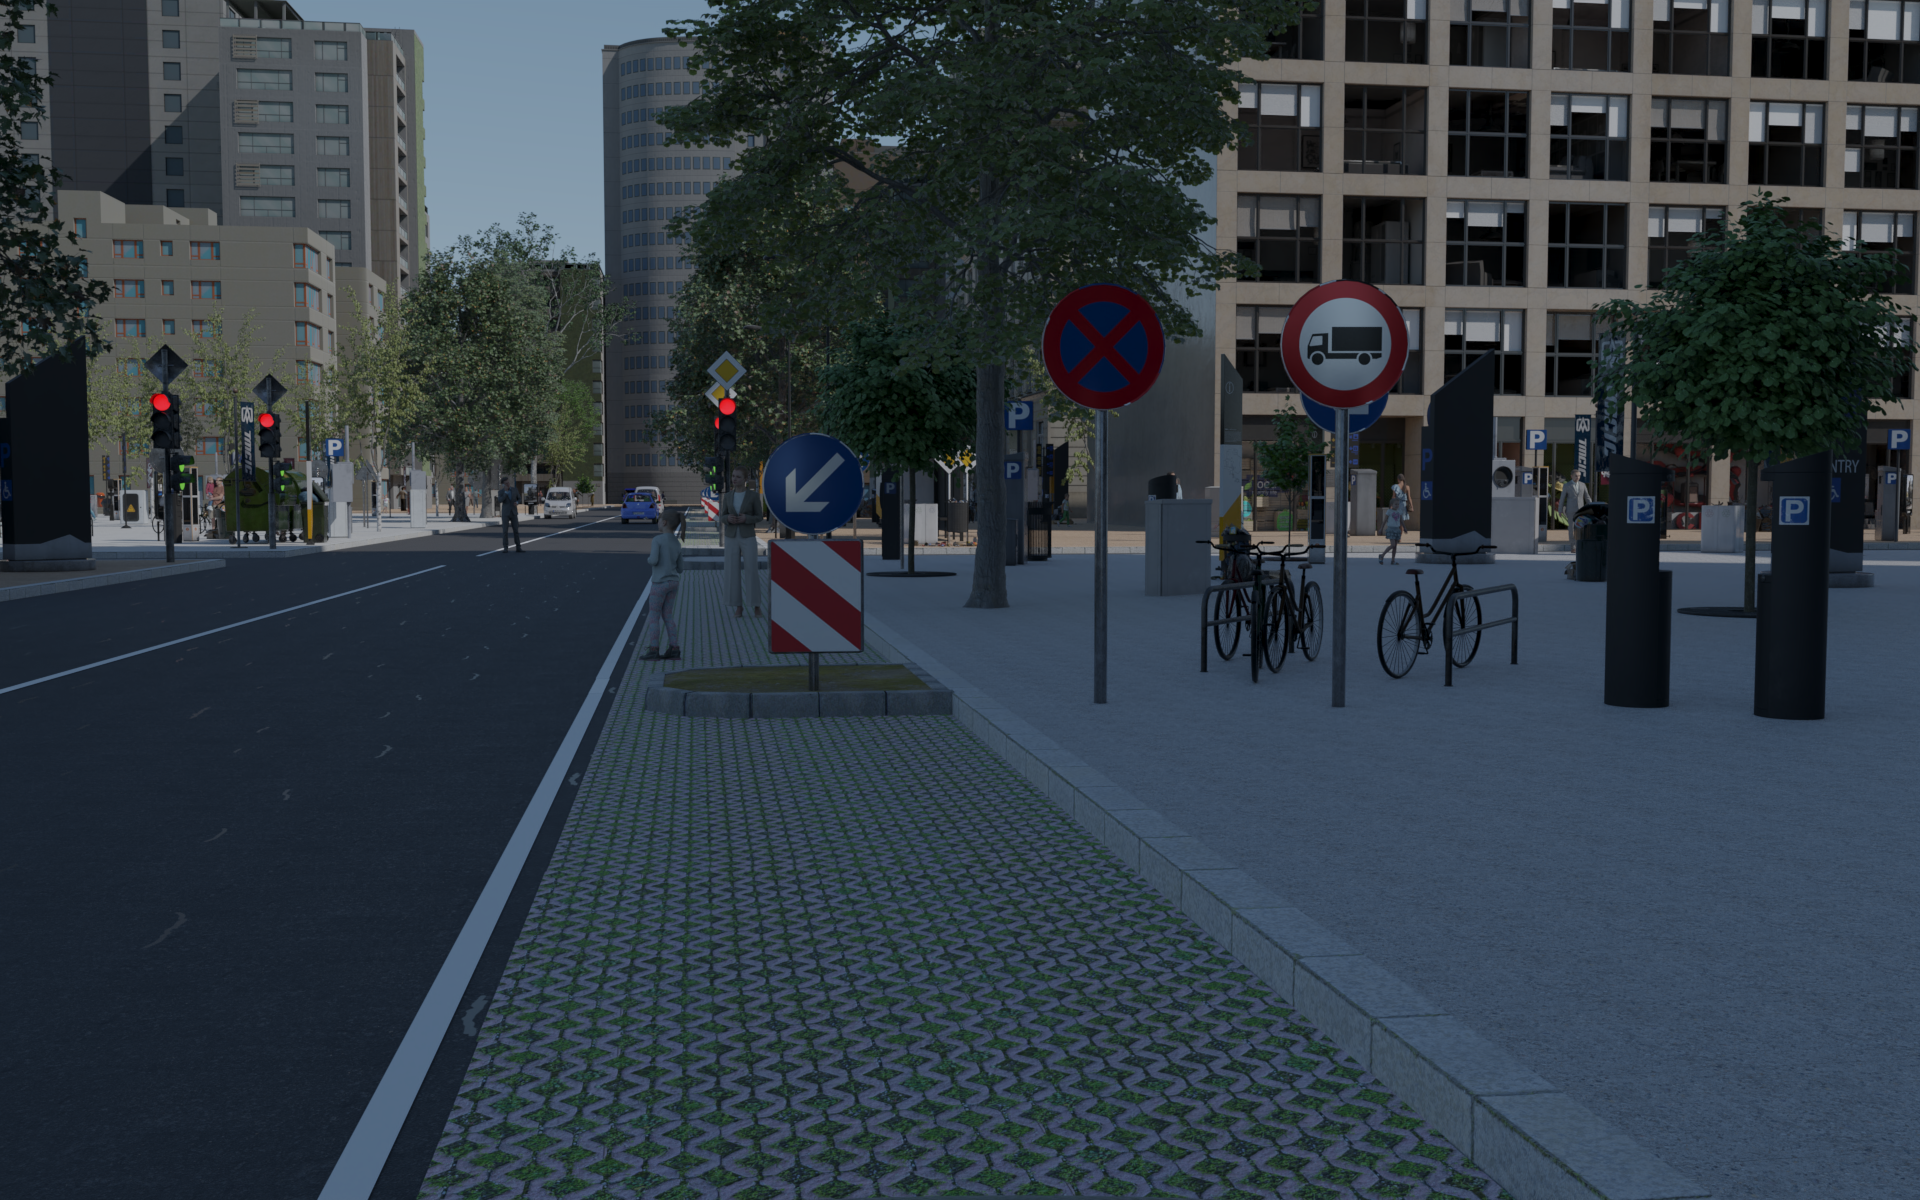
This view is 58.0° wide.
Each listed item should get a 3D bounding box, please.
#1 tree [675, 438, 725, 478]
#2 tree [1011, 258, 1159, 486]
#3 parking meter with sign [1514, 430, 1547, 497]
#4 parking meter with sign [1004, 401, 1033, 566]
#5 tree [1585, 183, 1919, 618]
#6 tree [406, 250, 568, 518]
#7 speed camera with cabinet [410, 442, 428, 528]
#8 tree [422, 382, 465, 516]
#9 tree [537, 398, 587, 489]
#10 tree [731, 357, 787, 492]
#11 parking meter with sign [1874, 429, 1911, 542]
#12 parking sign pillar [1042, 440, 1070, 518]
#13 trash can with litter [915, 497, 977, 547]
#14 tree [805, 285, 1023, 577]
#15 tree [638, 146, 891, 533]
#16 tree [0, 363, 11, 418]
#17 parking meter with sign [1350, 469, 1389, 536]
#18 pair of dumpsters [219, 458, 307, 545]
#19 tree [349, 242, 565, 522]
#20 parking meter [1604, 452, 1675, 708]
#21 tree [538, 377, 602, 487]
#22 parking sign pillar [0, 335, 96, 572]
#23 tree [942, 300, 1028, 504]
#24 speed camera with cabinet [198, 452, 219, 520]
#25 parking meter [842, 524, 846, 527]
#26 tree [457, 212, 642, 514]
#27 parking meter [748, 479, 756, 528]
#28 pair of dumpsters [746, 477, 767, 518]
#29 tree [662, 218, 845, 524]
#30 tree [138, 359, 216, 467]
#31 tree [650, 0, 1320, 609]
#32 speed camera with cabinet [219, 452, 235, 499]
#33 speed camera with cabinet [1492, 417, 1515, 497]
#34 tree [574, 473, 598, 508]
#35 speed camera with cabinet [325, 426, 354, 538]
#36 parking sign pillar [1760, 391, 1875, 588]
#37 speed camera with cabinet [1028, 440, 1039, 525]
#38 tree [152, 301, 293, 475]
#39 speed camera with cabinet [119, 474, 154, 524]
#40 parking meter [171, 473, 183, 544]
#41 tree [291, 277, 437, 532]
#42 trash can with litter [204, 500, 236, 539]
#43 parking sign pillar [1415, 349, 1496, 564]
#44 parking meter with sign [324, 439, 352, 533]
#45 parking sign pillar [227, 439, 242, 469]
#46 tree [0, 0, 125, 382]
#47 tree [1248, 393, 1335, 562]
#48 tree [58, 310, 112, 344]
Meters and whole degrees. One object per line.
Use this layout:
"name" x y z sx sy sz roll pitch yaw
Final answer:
"tree" -21.493 -15.187 158.683 12.009 13.543 11.850 0 3 0
"tree" 3.866 -6.151 50.926 4.737 8.622 4.395 0 3 0
"parking meter with sign" 15.538 -3.143 47.643 0.543 3.016 1.738 0 4 -1
"parking meter with sign" 0.977 -2.166 31.669 0.543 3.016 1.738 1 4 9
"tree" 8.516 -2.119 18.352 4.285 4.588 4.351 0 3 0
"tree" -25.232 -11.326 91.834 9.857 13.997 8.962 0 3 0
"speed camera with cabinet" -20.539 -4.364 65.687 0.660 3.252 2.038 -1 4 -16
"tree" -29.896 -9.073 98.708 4.360 8.622 3.978 0 3 0
"tree" -31.165 -11.222 133.846 4.737 8.622 4.395 0 3 0
"tree" -9.895 -8.300 86.074 4.360 8.622 3.978 0 3 0
"parking meter with sign" 25.392 -3.122 47.303 0.543 3.016 1.738 1 4 16
"parking sign pillar" 4.752 -5.993 86.465 1.447 3.967 1.447 0 4 -6
"trash can with litter" -0.426 -1.940 42.774 2.233 1.210 1.678 1 4 8
"tree" -0.740 -2.659 27.181 4.285 4.588 4.351 0 3 0
"tree" -5.819 -8.556 56.896 9.611 12.733 9.660 0 3 0
"tree" -52.583 -9.027 97.956 4.360 8.622 3.978 0 3 0
"parking meter with sign" 12.327 -3.460 52.832 1.738 3.016 0.543 -1 4 -14
"pair of dumpsters" -18.290 -2.648 45.791 1.574 2.255 4.437 -1 4 -8
"tree" -22.850 -9.912 79.071 9.611 12.733 9.660 0 3 0
"parking meter" 4.123 -0.128 10.510 0.372 1.533 0.369 0 3 0
"tree" -33.605 -13.391 144.699 9.928 11.665 9.643 0 3 0
"parking sign pillar" -15.316 -2.477 28.979 1.447 3.967 1.447 2 4 35
"tree" 0.405 -7.117 66.728 4.360 8.622 3.978 0 3 0
"speed camera with cabinet" -36.021 -5.372 82.165 2.038 3.252 0.660 0 4 0
"parking meter" -4.684 -3.834 68.391 0.255 1.863 0.399 2 4 25
"tree" -27.443 -15.828 114.682 12.611 20.169 13.585 0 3 0
"parking meter" -7.859 -3.654 65.453 0.255 1.863 0.399 0 4 -6
"pair of dumpsters" -11.058 -5.591 93.906 1.574 2.255 4.437 -1 4 -9
"tree" -7.806 -10.222 73.791 9.857 13.997 8.962 0 3 0
"tree" -42.504 -8.796 94.171 4.360 8.622 3.978 0 3 0
"tree" 0.270 -6.212 19.690 7.486 12.596 7.792 0 3 0
"speed camera with cabinet" -32.944 -5.130 78.206 0.660 3.252 2.038 -1 4 -22
"speed camera with cabinet" 13.138 -3.057 44.323 2.038 3.252 0.660 -1 4 -12
"tree" -38.252 -11.201 177.731 1.663 3.219 1.824 0 3 0
"speed camera with cabinet" -18.189 -3.447 50.688 0.660 3.252 2.038 -2 4 -25
"parking sign pillar" 12.040 -2.187 24.234 1.447 3.967 1.447 -1 4 -22
"speed camera with cabinet" 2.513 -4.238 63.628 0.660 3.252 2.038 0 4 -2
"tree" -28.078 -7.135 67.015 4.737 8.622 4.395 0 3 0
"speed camera with cabinet" -34.414 -4.828 73.273 2.038 3.252 0.660 0 4 -6
"parking meter" -20.439 -2.403 44.993 0.399 1.863 0.255 0 4 8
"tree" -19.917 -6.652 59.116 4.737 8.622 4.395 0 3 0
"trash can with litter" -21.047 -2.312 49.187 1.055 1.170 0.624 2 4 24
"parking sign pillar" 9.220 -2.671 32.142 1.447 3.967 1.447 -1 4 -20
"parking meter with sign" -19.889 -3.629 55.602 0.543 3.016 1.738 -1 4 -10
"parking sign pillar" -35.409 -5.924 85.329 1.447 3.967 1.447 1 4 20
"tree" -13.834 -6.148 17.520 9.611 12.733 9.660 0 3 0
"tree" 6.286 -2.374 33.414 1.663 3.219 1.824 0 3 0
"tree" -34.715 -7.215 68.322 4.737 8.622 4.395 0 3 0
